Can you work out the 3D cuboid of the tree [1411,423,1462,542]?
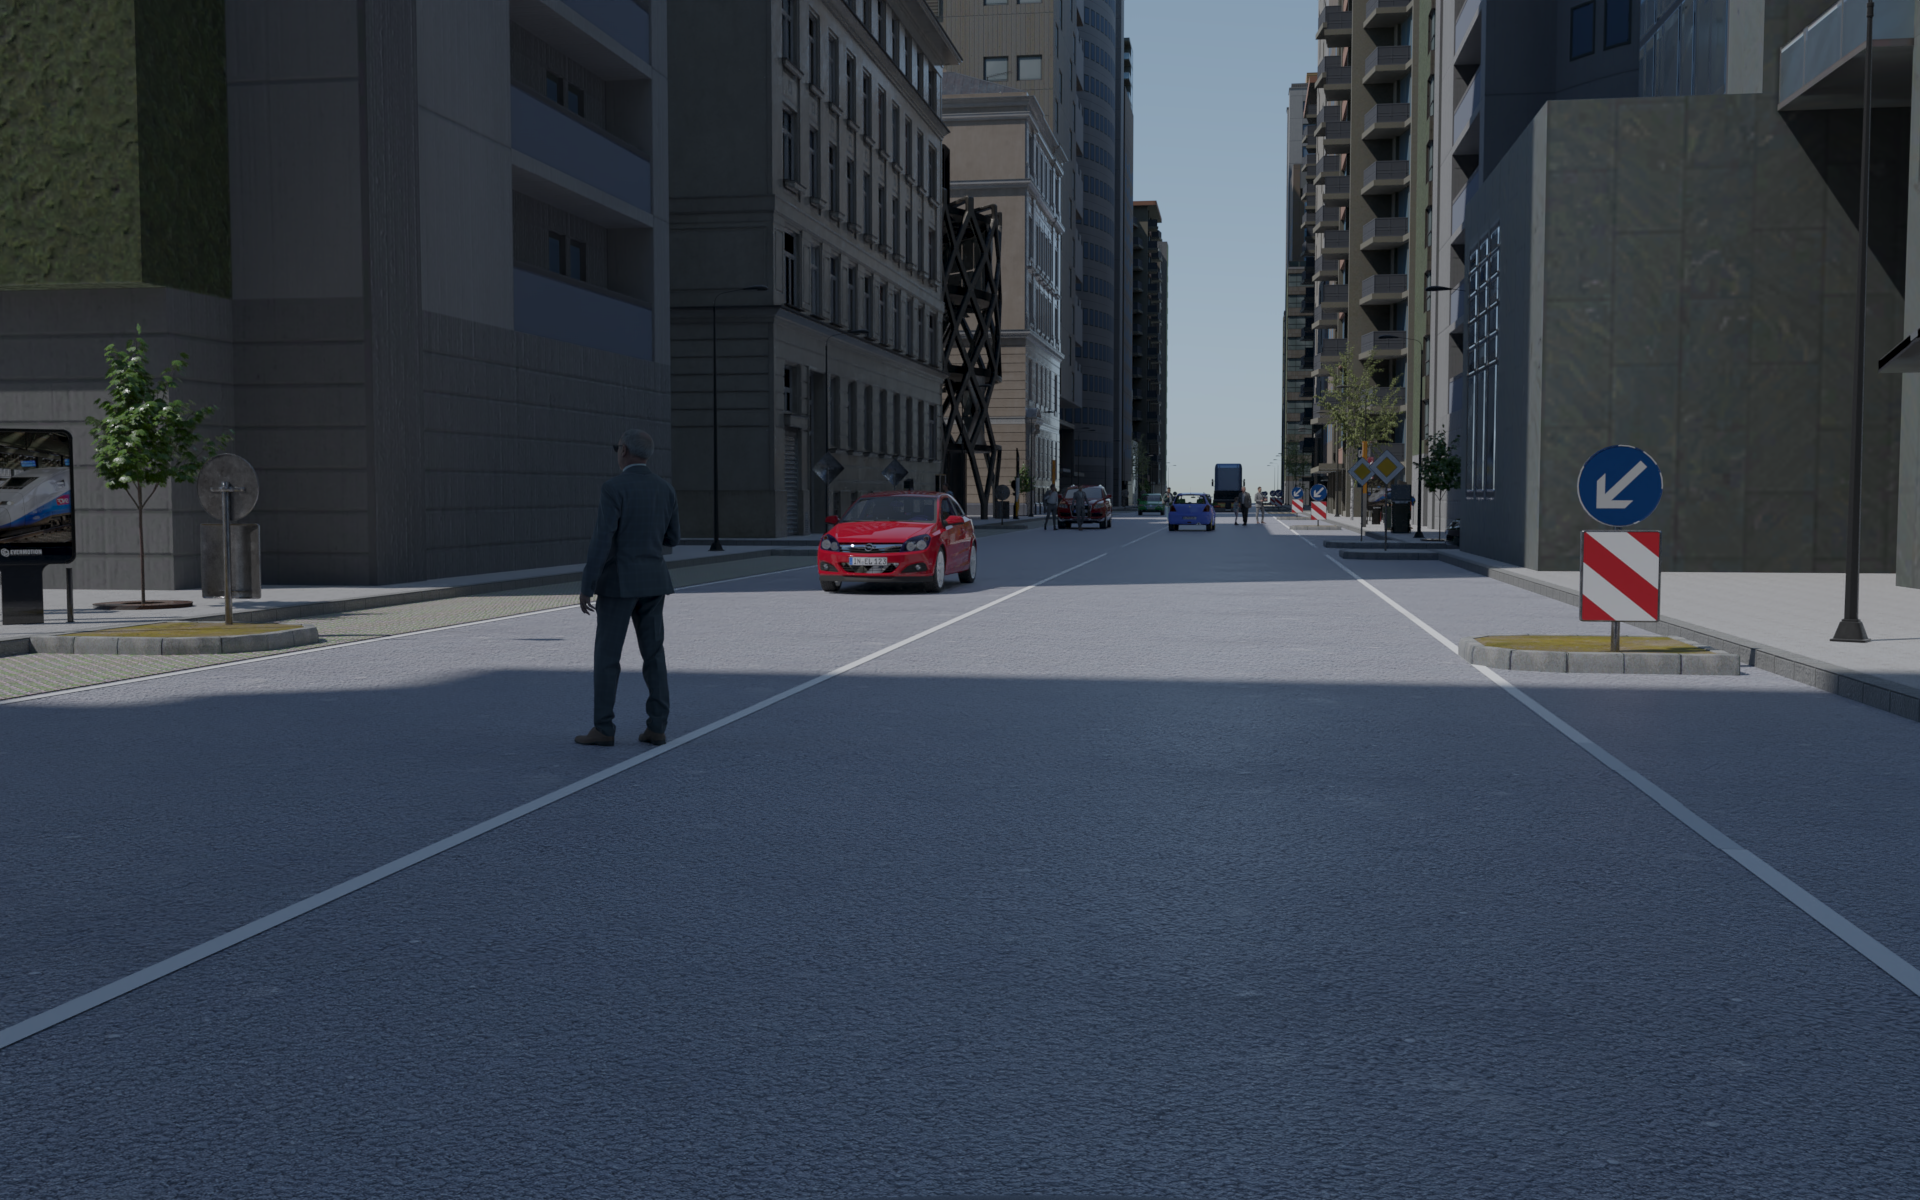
[{"bbox_3d":[13.060,-3.207,47.035,1.663,3.219,1.824,0,3,0],"label":"tree"}]

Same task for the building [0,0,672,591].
[{"bbox_3d":[-20.684,-30.032,33.023,28.212,58.520,21.231,1,4,9],"label":"building"}]

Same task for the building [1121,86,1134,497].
[{"bbox_3d":[11.377,-32.904,188.092,14.600,45.320,14.200,1,4,9],"label":"building"}]

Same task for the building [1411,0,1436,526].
[{"bbox_3d":[26.359,-18.446,73.297,14.160,30.474,14.107,1,4,9],"label":"building"}]

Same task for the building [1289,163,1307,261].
[{"bbox_3d":[50.424,-35.335,227.843,14.600,45.320,14.200,1,4,9],"label":"building"}]

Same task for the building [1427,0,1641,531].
[{"bbox_3d":[29.936,-31.193,52.006,28.212,58.520,21.231,1,4,9],"label":"building"}]

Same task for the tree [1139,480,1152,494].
[{"bbox_3d":[22.733,-13.334,212.618,1.663,3.219,1.824,0,3,0],"label":"tree"}]

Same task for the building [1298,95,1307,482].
[{"bbox_3d":[46.591,-32.064,178.868,22.147,44.769,28.867,1,4,9],"label":"building"}]

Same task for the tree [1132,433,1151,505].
[{"bbox_3d":[20.201,-15.250,199.699,4.360,8.622,3.978,0,3,0],"label":"tree"}]

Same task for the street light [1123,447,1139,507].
[{"bbox_3d":[16.876,-12.222,172.367,1.470,5.913,1.316,1,4,9],"label":"street light"}]

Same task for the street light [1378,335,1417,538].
[{"bbox_3d":[12.894,-4.773,50.583,1.470,5.913,1.316,1,4,9],"label":"street light"}]

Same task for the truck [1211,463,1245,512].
[{"bbox_3d":[22.604,-9.550,145.906,2.967,4.110,18.799,1,4,9],"label":"truck"}]

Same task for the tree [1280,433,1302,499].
[{"bbox_3d":[39.443,-15.478,203.434,4.737,8.622,4.395,0,3,0],"label":"tree"}]

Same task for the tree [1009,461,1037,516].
[{"bbox_3d":[3.599,-6.495,100.801,1.663,3.219,1.824,0,3,0],"label":"tree"}]

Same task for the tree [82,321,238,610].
[{"bbox_3d":[-9.230,-1.517,19.409,1.663,3.219,1.824,0,3,0],"label":"tree"}]

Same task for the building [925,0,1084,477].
[{"bbox_3d":[-4.457,-33.642,139.284,28.713,52.752,27.495,1,4,9],"label":"building"}]

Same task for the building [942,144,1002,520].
[{"bbox_3d":[-6.461,-13.533,88.713,16.820,18.784,16.811,1,4,9],"label":"building"}]

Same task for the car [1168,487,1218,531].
[{"bbox_3d":[9.155,-3.584,68.190,1.945,1.707,3.694,1,4,11],"label":"car"}]

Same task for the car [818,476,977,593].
[{"bbox_3d":[-0.905,-1.076,26.633,2.155,1.783,4.494,1,4,10],"label":"car"}]

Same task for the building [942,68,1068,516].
[{"bbox_3d":[-0.649,-19.962,112.285,13.634,28.700,20.117,1,4,9],"label":"building"}]

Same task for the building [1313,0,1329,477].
[{"bbox_3d":[45.069,-34.320,150.374,28.713,52.752,27.495,1,4,9],"label":"building"}]

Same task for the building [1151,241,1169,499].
[{"bbox_3d":[25.468,-36.093,273.719,14.154,41.232,14.086,1,4,9],"label":"building"}]

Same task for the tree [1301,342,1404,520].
[{"bbox_3d":[19.405,-8.200,84.435,4.737,8.622,4.395,0,3,0],"label":"tree"}]

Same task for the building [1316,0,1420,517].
[{"bbox_3d":[32.308,-27.345,101.715,22.147,44.769,28.867,1,4,9],"label":"building"}]

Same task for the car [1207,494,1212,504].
[{"bbox_3d":[33.456,-13.906,236.397,2.155,1.783,4.494,1,4,9],"label":"car"}]

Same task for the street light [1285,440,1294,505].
[{"bbox_3d":[28.989,-10.802,149.155,1.470,5.913,1.316,1,4,9],"label":"street light"}]

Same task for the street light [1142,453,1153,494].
[{"bbox_3d":[20.709,-13.652,195.754,1.470,5.913,1.316,1,4,9],"label":"street light"}]

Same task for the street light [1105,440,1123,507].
[{"bbox_3d":[13.052,-10.793,149.003,1.470,5.913,1.316,1,4,9],"label":"street light"}]

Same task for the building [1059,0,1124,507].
[{"bbox_3d":[4.244,-38.222,166.925,21.231,58.520,28.212,1,4,9],"label":"building"}]

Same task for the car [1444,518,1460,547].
[{"bbox_3d":[14.152,-2.015,42.734,4.222,1.686,2.009,1,4,9],"label":"car"}]

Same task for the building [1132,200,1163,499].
[{"bbox_3d":[17.975,-36.578,252.680,22.147,44.769,28.867,1,4,9],"label":"building"}]

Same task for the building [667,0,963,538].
[{"bbox_3d":[-10.218,-14.147,64.585,16.112,22.955,30.059,1,4,9],"label":"building"}]

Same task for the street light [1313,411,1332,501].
[{"bbox_3d":[20.673,-7.630,97.290,1.470,5.913,1.316,1,4,9],"label":"street light"}]

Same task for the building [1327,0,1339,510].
[{"bbox_3d":[35.100,-29.421,131.137,14.600,45.320,14.200,1,4,9],"label":"building"}]

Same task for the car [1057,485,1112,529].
[{"bbox_3d":[5.261,-3.915,72.680,2.281,1.827,5.304,1,4,8],"label":"car"}]

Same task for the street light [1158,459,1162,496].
[{"bbox_3d":[26.130,-15.751,230.074,1.470,5.913,1.316,1,4,9],"label":"street light"}]

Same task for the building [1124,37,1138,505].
[{"bbox_3d":[12.108,-55.604,221.797,22.319,86.520,31.000,1,4,9],"label":"building"}]

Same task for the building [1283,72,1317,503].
[{"bbox_3d":[57.174,-43.168,247.789,21.231,58.520,28.212,1,4,9],"label":"building"}]

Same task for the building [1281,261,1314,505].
[{"bbox_3d":[47.352,-27.055,214.044,14.160,30.474,14.107,1,4,9],"label":"building"}]

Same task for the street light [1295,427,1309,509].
[{"bbox_3d":[25.242,-9.372,125.779,1.470,5.913,1.316,1,4,9],"label":"street light"}]

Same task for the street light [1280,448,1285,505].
[{"bbox_3d":[32.974,-12.249,172.804,1.470,5.913,1.316,1,4,9],"label":"street light"}]

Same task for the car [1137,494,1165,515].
[{"bbox_3d":[13.072,-6.691,118.193,1.959,1.807,4.718,0,4,8],"label":"car"}]

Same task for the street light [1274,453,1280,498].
[{"bbox_3d":[38.567,-14.395,207.904,1.470,5.913,1.316,1,4,9],"label":"street light"}]

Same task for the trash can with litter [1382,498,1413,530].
[{"bbox_3d":[15.306,-3.004,60.508,1.055,1.170,0.624,2,4,32],"label":"trash can with litter"}]

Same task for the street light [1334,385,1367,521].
[{"bbox_3d":[16.746,-6.202,73.943,1.470,5.913,1.316,1,4,9],"label":"street light"}]

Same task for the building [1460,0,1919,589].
[{"bbox_3d":[19.810,-43.226,19.415,22.319,86.520,31.000,1,4,9],"label":"building"}]
